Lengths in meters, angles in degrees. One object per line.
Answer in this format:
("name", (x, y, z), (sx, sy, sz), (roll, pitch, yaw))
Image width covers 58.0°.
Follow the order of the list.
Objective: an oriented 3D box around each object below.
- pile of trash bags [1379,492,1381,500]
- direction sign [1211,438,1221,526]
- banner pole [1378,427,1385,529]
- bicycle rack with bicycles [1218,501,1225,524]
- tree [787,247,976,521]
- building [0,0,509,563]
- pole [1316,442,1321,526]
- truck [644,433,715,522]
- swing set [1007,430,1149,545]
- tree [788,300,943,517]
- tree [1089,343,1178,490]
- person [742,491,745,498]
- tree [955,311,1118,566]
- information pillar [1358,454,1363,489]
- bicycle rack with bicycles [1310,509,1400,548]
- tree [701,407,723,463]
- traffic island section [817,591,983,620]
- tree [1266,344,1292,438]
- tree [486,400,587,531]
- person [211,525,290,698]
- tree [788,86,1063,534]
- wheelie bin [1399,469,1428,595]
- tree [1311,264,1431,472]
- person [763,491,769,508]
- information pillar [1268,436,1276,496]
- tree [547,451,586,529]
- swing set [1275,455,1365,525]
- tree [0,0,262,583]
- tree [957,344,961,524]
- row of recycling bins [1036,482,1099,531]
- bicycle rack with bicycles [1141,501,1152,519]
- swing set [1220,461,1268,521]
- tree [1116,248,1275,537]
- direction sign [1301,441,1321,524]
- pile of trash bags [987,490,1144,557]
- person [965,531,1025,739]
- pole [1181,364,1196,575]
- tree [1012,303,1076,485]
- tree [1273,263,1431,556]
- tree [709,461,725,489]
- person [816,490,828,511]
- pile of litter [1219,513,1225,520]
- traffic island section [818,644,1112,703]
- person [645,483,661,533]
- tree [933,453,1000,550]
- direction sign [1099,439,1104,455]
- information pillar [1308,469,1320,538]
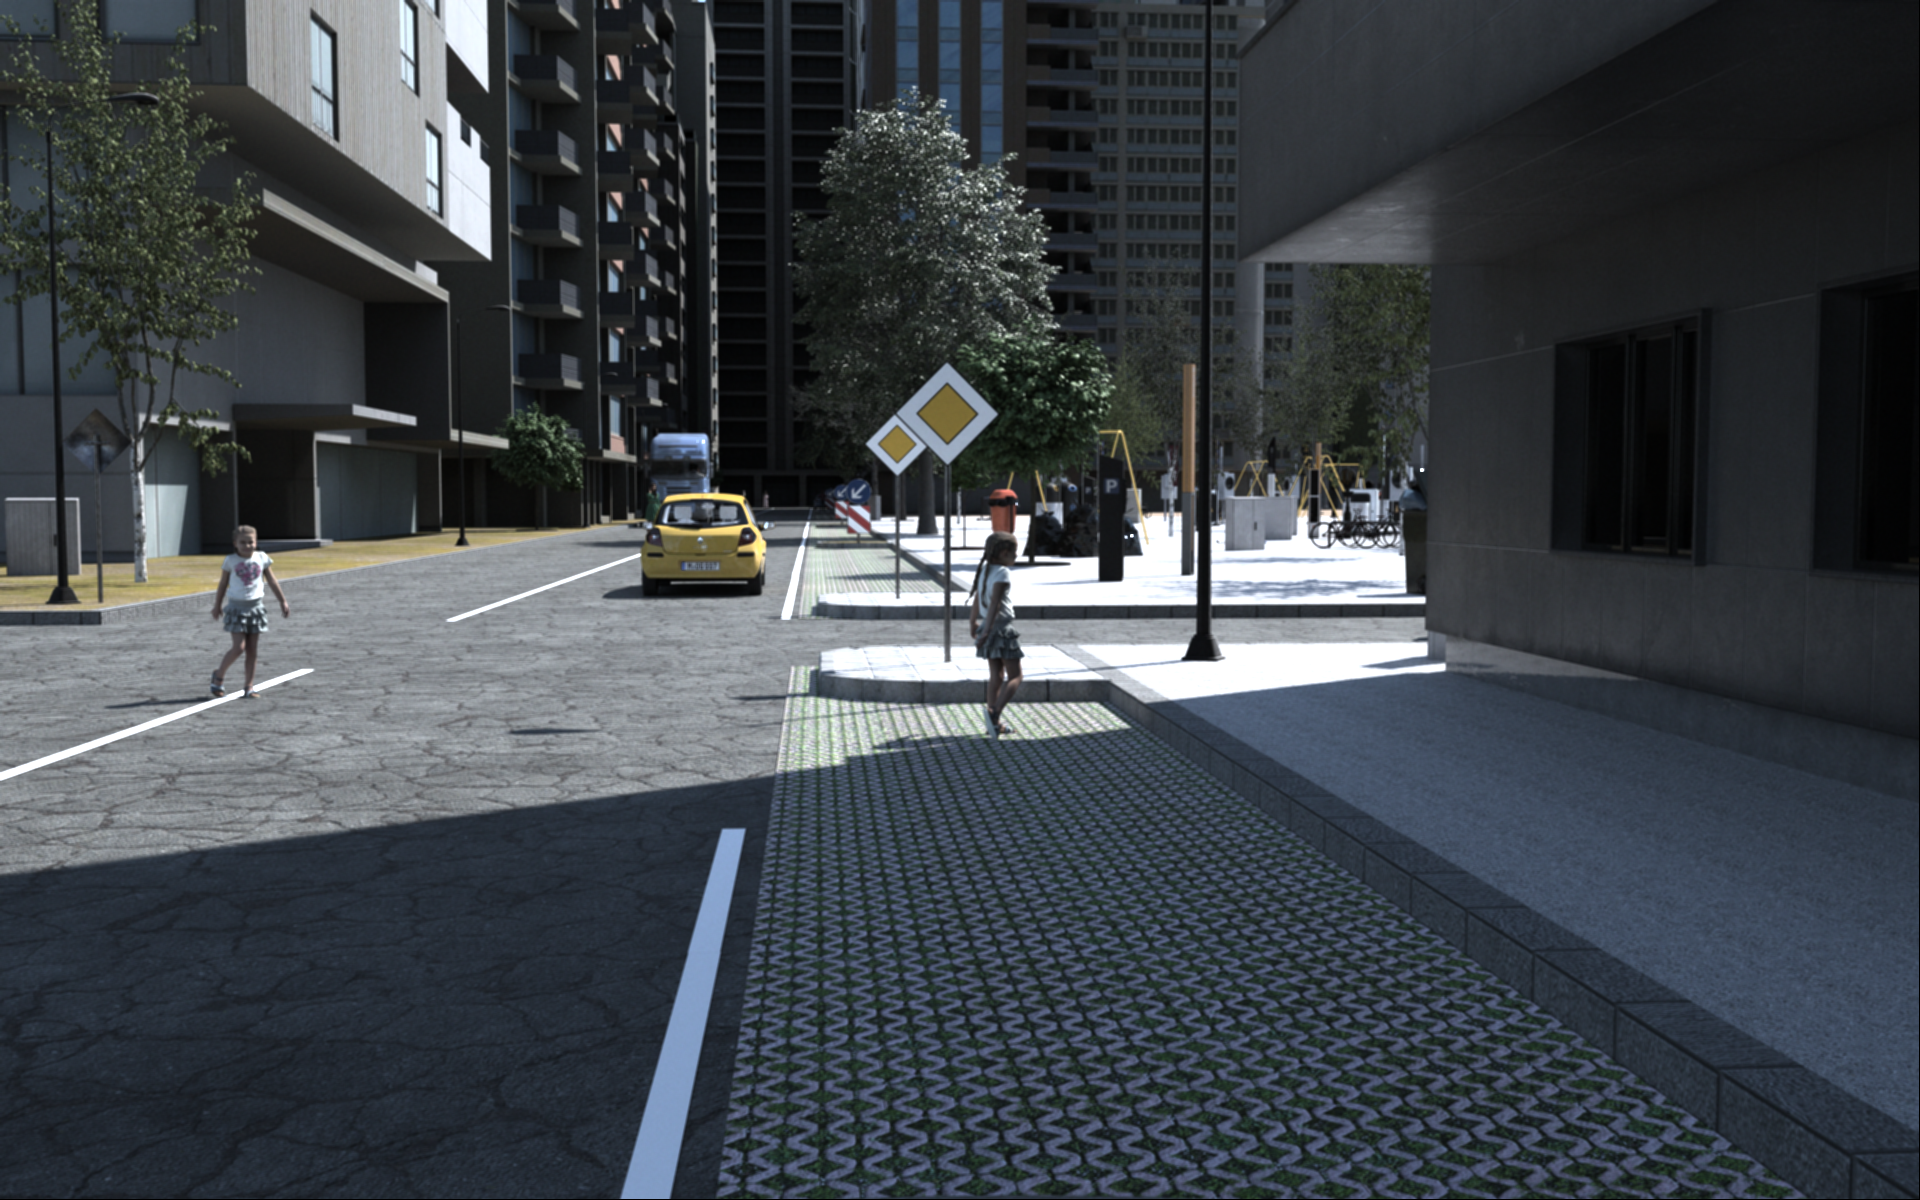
("pile of trash bags", (23.564, -4.949, 90.663), (3.447, 1.369, 1.912), (2, 4, 24))
("direction sign", (10.294, -4.739, 69.483), (0.379, 3.537, 0.876), (1, 4, 15))
("banner pole", (15.761, -4.556, 64.510), (0.401, 3.779, 0.863), (1, 4, 21))
("bicycle rack with bicycles", (11.567, -3.801, 75.526), (2.852, 0.926, 2.925), (-2, 4, -30))
("tree", (-2.725, -10.589, 83.503), (12.009, 13.543, 11.850), (0, 3, 0))
("building", (-27.288, -27.689, 41.949), (28.713, 52.752, 27.495), (0, 4, -5))
("pole", (14.162, -4.564, 68.472), (0.158, 3.312, 0.155), (0, 3, 0))
("truck", (-12.857, -5.681, 82.639), (2.967, 4.110, 18.799), (0, 4, -5))
("swing set", (2.687, -2.800, 43.402), (3.119, 2.851, 2.862), (3, 4, 36))
("tree", (-4.914, -11.026, 97.280), (9.611, 12.733, 9.660), (0, 3, 0))
("tree", (7.847, -8.201, 84.450), (4.737, 8.622, 4.395), (0, 3, 0))
("person", (-20.908, -9.632, 166.710), (0.721, 1.736, 1.217), (-1, 4, -12))
("tree", (1.256, -2.907, 31.241), (4.285, 4.588, 4.351), (0, 3, 0))
("information pillar", (20.999, -6.089, 90.913), (0.183, 3.616, 0.504), (0, 4, -3))
("bicycle rack with bicycles", (9.950, -1.731, 41.676), (2.925, 0.926, 2.852), (1, 4, 13))
("tree", (-21.958, -11.778, 142.933), (4.360, 8.622, 3.978), (0, 3, 0))
("traffic island section", (-0.742, 0.066, 21.197), (2.009, 0.180, 2.903), (0, 4, -5))
("tree", (15.766, -7.785, 77.640), (4.737, 8.622, 4.395), (0, 3, 0))
("tree", (-14.794, -4.700, 60.554), (4.285, 4.588, 4.351), (0, 3, 0))
("person", (-5.035, 0.076, 12.273), (0.505, 1.210, 0.382), (-3, 4, -38))
("tree", (-1.017, -9.062, 54.822), (9.857, 13.997, 8.962), (0, 3, 0))
("wheelie bin", (6.073, -0.879, 22.281), (0.980, 1.594, 0.693), (-1, 4, -22))
("tree", (7.333, -4.626, 26.002), (4.737, 8.622, 4.395), (0, 3, 0))
("person", (-19.262, -9.944, 171.752), (0.621, 1.740, 0.551), (1, 4, 23))
("information pillar", (12.685, -4.840, 70.496), (0.183, 3.616, 0.504), (-1, 4, -18))
("tree", (-14.477, -4.289, 64.733), (1.663, 3.219, 1.824), (0, 3, 0))
("swing set", (14.667, -4.487, 70.983), (2.862, 2.851, 3.119), (0, 4, -3))
("tree", (-11.837, -4.546, 24.683), (4.737, 8.622, 4.395), (0, 3, 0))
("tree", (-0.286, -7.532, 73.517), (4.737, 8.622, 4.395), (0, 3, 0))
("row of recycling bins", (4.006, -3.191, 59.291), (3.534, 1.692, 1.069), (-2, 4, -32))
("bicycle rack with bicycles", (8.632, -4.656, 89.509), (2.925, 0.926, 2.852), (-2, 4, -26))
("swing set", (14.120, -5.169, 82.138), (2.862, 2.851, 3.119), (0, 4, -7))
("tree", (6.457, -6.200, 51.739), (4.360, 8.622, 3.978), (0, 3, 0))
("direction sign", (15.090, -5.047, 74.523), (0.876, 3.537, 0.379), (0, 4, -2))
("pile of trash bags", (2.017, -1.584, 35.651), (3.447, 1.369, 1.912), (-3, 4, -37))
("person", (0.158, 0.200, 10.249), (0.382, 1.210, 0.505), (-2, 4, -30))
("pole", (3.601, -2.045, 27.279), (0.158, 3.312, 0.155), (0, 3, 0))
("tree", (2.966, -7.070, 65.963), (4.360, 8.622, 3.978), (0, 3, 0))
("tree", (8.983, -5.226, 35.809), (4.360, 8.622, 3.978), (0, 3, 0))
("tree", (-21.757, -10.058, 148.167), (4.285, 4.588, 4.351), (0, 3, 0))
("person", (-11.239, -8.117, 141.928), (1.217, 1.743, 0.721), (-1, 4, -22))
("pile of litter", (13.663, -4.419, 86.217), (1.719, 0.858, 1.176), (0, 4, 6))
("traffic island section", (-0.075, 0.553, 13.239), (2.009, 0.180, 2.903), (0, 4, -5))
("person", (-10.073, -2.940, 56.813), (0.600, 1.795, 0.529), (-3, 5, -45))
("tree", (0.101, -2.766, 39.821), (1.663, 3.219, 1.824), (0, 3, 0))
("direction sign", (5.830, -4.860, 71.465), (0.379, 3.537, 0.876), (1, 4, 16))
("information pillar", (10.254, -2.796, 50.204), (0.304, 2.012, 0.304), (0, 4, 6))
